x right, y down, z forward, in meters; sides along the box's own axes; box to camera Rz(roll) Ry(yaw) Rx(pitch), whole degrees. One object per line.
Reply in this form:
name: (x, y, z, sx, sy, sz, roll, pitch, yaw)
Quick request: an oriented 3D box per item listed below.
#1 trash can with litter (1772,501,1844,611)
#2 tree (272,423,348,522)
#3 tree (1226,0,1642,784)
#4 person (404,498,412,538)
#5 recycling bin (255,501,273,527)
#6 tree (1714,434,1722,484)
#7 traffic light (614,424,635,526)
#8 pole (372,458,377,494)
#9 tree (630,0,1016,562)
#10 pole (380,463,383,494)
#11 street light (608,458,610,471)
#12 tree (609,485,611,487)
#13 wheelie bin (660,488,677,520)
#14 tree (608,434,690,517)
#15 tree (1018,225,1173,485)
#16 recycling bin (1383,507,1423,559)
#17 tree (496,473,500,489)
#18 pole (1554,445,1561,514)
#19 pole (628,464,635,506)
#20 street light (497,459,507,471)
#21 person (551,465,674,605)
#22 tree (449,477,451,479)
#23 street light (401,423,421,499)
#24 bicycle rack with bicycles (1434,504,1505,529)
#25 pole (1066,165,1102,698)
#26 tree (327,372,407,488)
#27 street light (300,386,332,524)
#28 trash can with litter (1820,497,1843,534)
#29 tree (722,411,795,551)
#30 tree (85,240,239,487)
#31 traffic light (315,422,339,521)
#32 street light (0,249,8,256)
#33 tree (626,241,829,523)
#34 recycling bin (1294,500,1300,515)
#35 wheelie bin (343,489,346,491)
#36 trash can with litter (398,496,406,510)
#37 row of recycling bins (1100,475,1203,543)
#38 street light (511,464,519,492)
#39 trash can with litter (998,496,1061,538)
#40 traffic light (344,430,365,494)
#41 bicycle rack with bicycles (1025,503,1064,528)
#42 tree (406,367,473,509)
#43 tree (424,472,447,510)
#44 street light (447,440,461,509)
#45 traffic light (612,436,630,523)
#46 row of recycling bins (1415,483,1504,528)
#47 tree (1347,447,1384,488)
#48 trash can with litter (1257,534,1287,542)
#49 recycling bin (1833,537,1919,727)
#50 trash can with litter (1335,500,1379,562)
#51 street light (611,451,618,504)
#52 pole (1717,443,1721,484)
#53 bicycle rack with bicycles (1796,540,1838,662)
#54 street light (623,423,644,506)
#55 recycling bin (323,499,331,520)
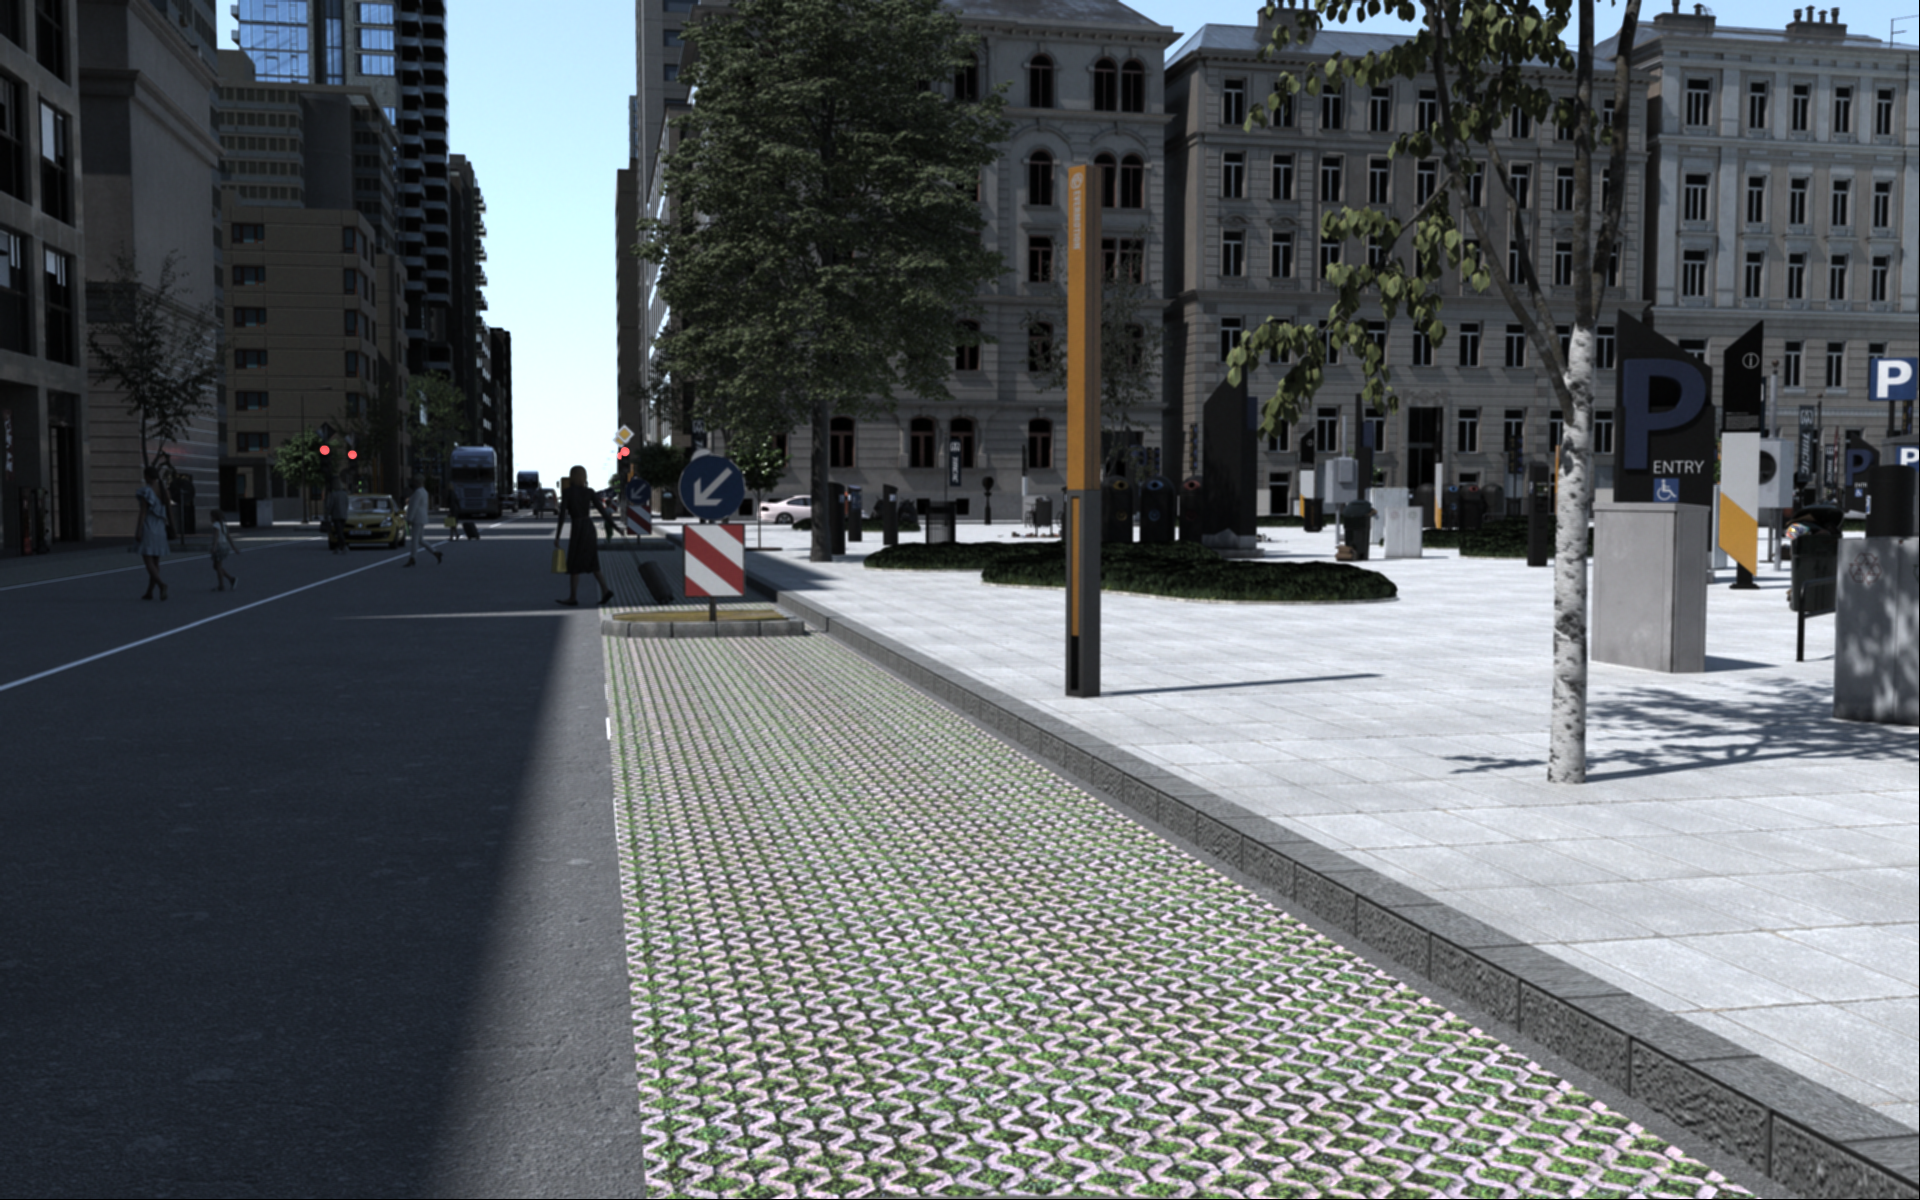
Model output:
trash can with litter: (9.347, -0.474, 19.130, 0.624, 1.170, 1.055, 1, 4, 14)
tree: (-29.761, -5.858, 79.484, 4.285, 4.588, 4.351, 0, 3, 0)
tree: (2.585, -3.505, 7.674, 4.737, 8.622, 4.395, 0, 3, 0)
person: (-17.836, -2.654, 56.146, 0.306, 1.304, 0.590, -2, 4, -29)
recycling bin: (-27.246, -3.358, 67.461, 0.722, 1.027, 0.722, -3, 4, -38)
tree: (21.772, -3.289, 48.382, 1.663, 3.219, 1.824, 0, 3, 0)
traffic light: (-13.488, -4.939, 69.669, 0.839, 4.253, 0.868, -1, 4, -12)
pole: (-32.775, -6.311, 97.021, 0.158, 3.312, 0.155, 0, 3, 0)
tree: (-2.290, -6.978, 32.217, 7.486, 12.596, 7.792, 0, 3, 0)
pole: (-37.682, -7.278, 112.833, 0.158, 3.312, 0.155, 0, 3, 0)
street light: (-37.092, -13.143, 187.433, 1.470, 5.913, 1.316, -1, 4, -12)
tree: (-58.636, -18.233, 292.717, 1.663, 3.219, 1.824, 0, 3, 0)
wheelie bin: (-14.274, -4.700, 84.756, 0.693, 1.594, 0.980, -2, 4, -30)
tree: (-16.526, -6.831, 95.404, 4.285, 4.588, 4.351, 0, 3, 0)
tree: (3.659, -5.764, 44.602, 4.360, 8.622, 3.978, 0, 3, 0)
recycling bin: (8.882, -1.356, 34.732, 0.722, 1.027, 0.722, 1, 4, 11)
tree: (-60.835, -14.647, 223.196, 4.285, 4.588, 4.351, 0, 3, 0)
pole: (24.921, -4.794, 72.219, 0.158, 3.312, 0.155, 0, 3, 0)
pole: (-22.095, -7.529, 116.949, 0.158, 3.312, 0.155, 0, 3, 0)
street light: (-61.115, -15.813, 231.089, 1.470, 5.913, 1.316, -1, 4, -12)
person: (-4.504, -0.831, 22.304, 1.509, 1.804, 0.699, 0, 4, 3)
tree: (-46.926, -10.190, 161.203, 1.663, 3.219, 1.824, 0, 3, 0)
street light: (-36.027, -8.629, 113.628, 1.470, 5.913, 1.316, -1, 4, -12)
bicycle rack with bicycles: (17.831, -2.927, 61.239, 2.852, 0.926, 2.925, 3, 5, 41)
pole: (0.780, -1.043, 10.900, 0.158, 3.312, 0.155, 0, 3, 0)
tree: (-35.282, -9.381, 103.749, 4.737, 8.622, 4.395, 0, 3, 0)
street light: (-27.776, -6.252, 74.759, 1.470, 5.913, 1.316, -1, 4, -12)
trash can with litter: (20.144, -1.736, 39.444, 1.678, 1.210, 2.233, -2, 4, -33)
tree: (-4.596, -2.748, 39.535, 1.663, 3.219, 1.824, 0, 3, 0)
tree: (-23.823, -6.170, 51.238, 4.360, 8.622, 3.978, 0, 3, 0)
traffic light: (-24.596, -4.793, 67.288, 0.839, 4.253, 0.868, -1, 4, -12)
street light: (-18.724, -3.689, 32.854, 1.470, 5.913, 1.316, -1, 4, -12)
tree: (-7.884, -7.690, 60.137, 7.601, 10.594, 8.767, -2, 4, -27)
recycling bin: (13.987, -3.554, 70.663, 0.722, 1.027, 0.722, 1, 4, 11)
wheelie bin: (-35.666, -5.611, 99.642, 0.980, 1.594, 0.693, 1, 4, 9)
trash can with litter: (-37.407, -6.468, 117.141, 0.624, 1.170, 1.055, 2, 4, 29)
row of recycling bins: (4.763, -1.907, 38.295, 3.534, 1.692, 1.069, 1, 4, 17)
street light: (-69.420, -18.191, 269.970, 1.470, 5.913, 1.316, -1, 4, -12)
trash can with litter: (2.214, -2.478, 51.576, 2.233, 1.210, 1.678, 2, 4, 33)
traffic light: (-26.265, -5.271, 75.097, 0.839, 4.253, 0.868, -1, 4, -12)
bicycle rack with bicycles: (3.526, -3.270, 66.854, 2.852, 0.926, 2.925, 2, 4, 28)
tree: (-44.099, -13.304, 143.269, 9.928, 11.665, 9.643, 0, 3, 0)
tree: (-42.389, -8.776, 138.088, 1.663, 3.219, 1.824, 0, 3, 0)
street light: (-43.669, -10.827, 149.561, 1.470, 5.913, 1.316, -1, 4, -12)
traffic light: (-15.157, -5.416, 77.478, 0.839, 4.253, 0.868, -1, 4, -12)
row of recycling bins: (19.015, -3.603, 66.016, 3.534, 1.692, 1.069, -1, 4, -13)
tree: (13.997, -4.004, 60.062, 1.663, 3.219, 1.824, 0, 3, 0)
trash can with litter: (8.052, -2.384, 50.042, 2.233, 1.210, 1.678, -3, 5, -41)
recycling bin: (5.486, 0.166, 9.837, 0.722, 1.027, 0.722, -3, 4, -39)
trash can with litter: (7.597, -1.336, 33.229, 0.624, 1.170, 1.055, 2, 4, 30)
street light: (-29.472, -10.931, 151.269, 1.470, 5.913, 1.316, -1, 4, -12)
pole: (30.021, -4.561, 68.415, 0.158, 3.312, 0.155, 0, 3, 0)
bicycle rack with bicycles: (7.885, -0.001, 13.405, 2.852, 0.926, 2.925, 3, 5, 41)
street light: (-21.253, -8.588, 112.947, 1.470, 5.913, 1.316, -1, 4, -12)
recycling bin: (-31.265, -4.509, 86.271, 0.722, 1.027, 0.722, -2, 4, -30)
